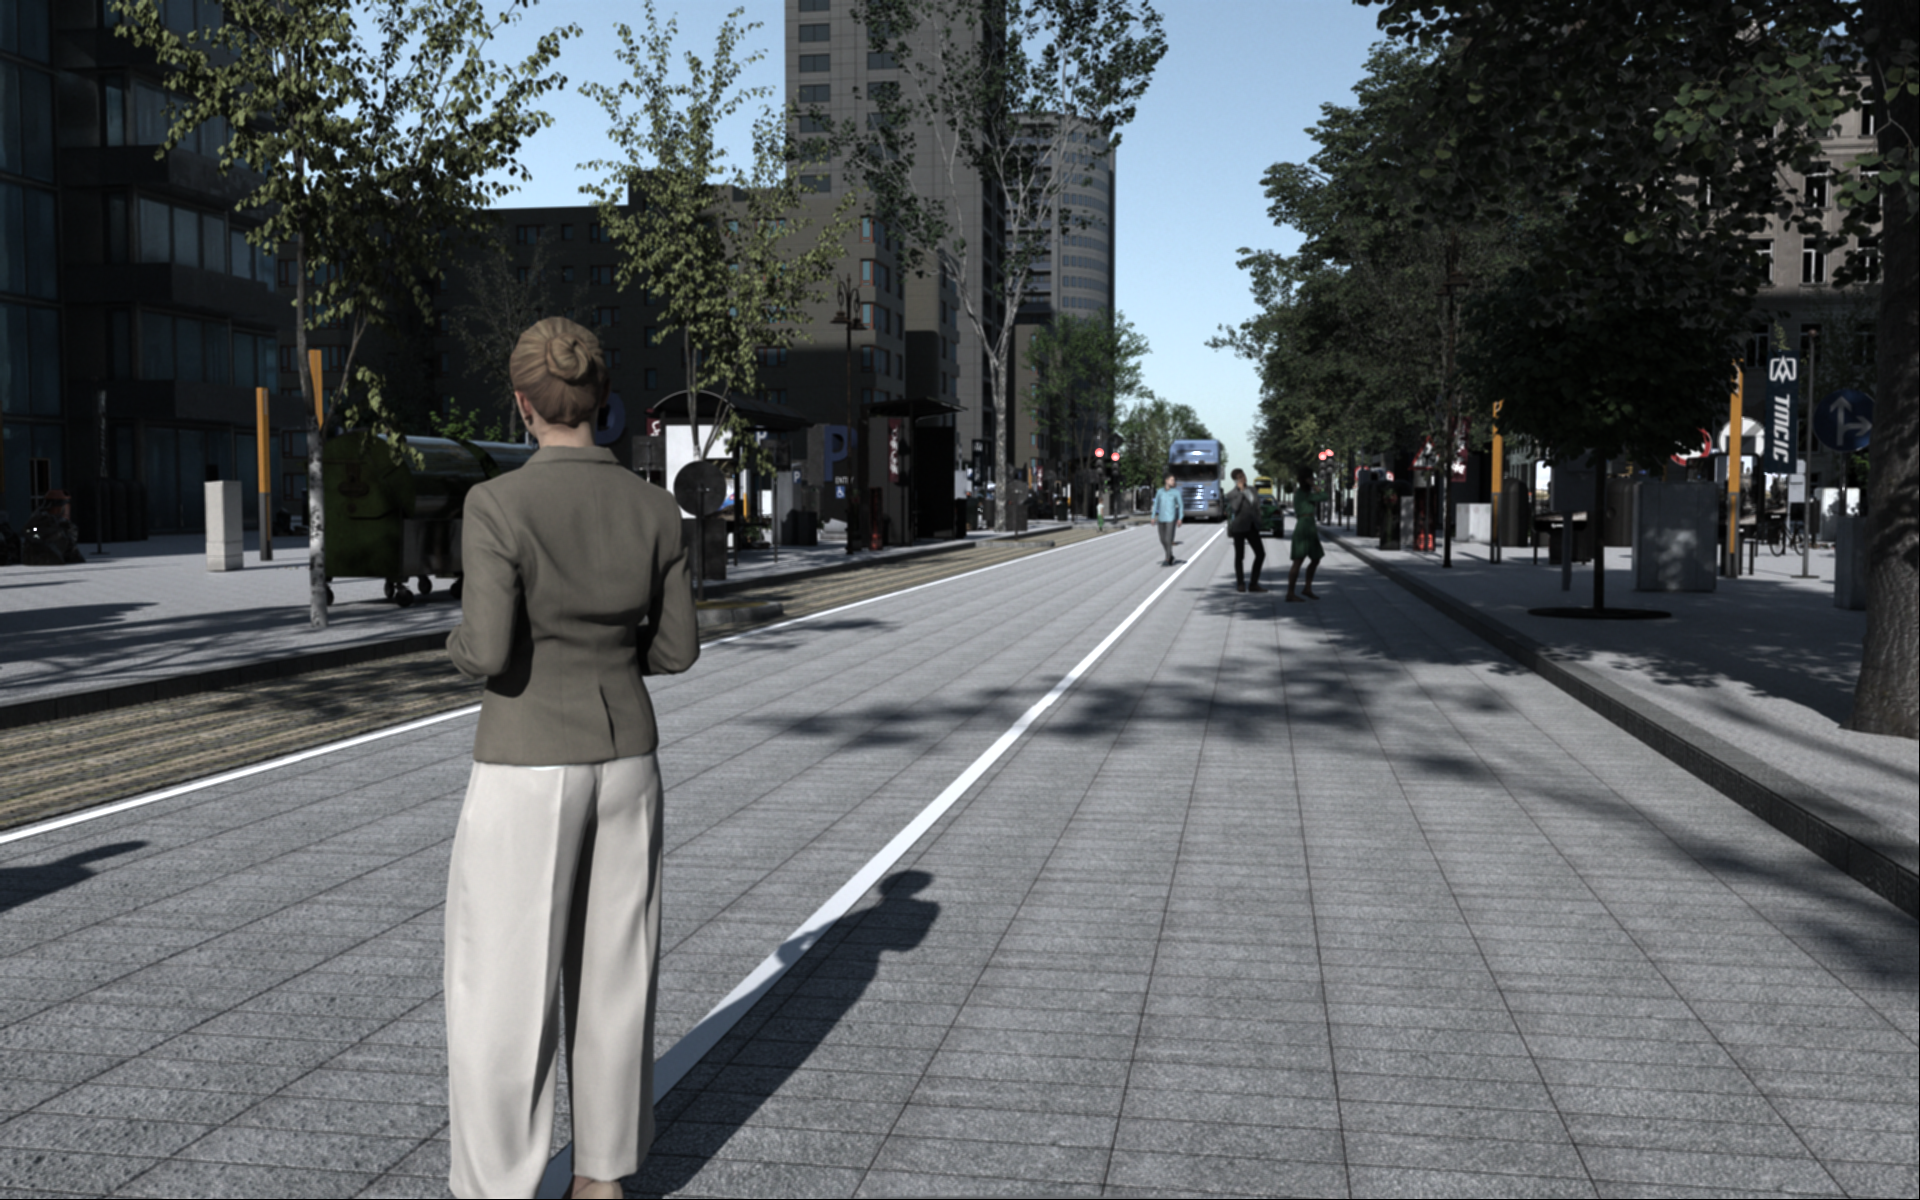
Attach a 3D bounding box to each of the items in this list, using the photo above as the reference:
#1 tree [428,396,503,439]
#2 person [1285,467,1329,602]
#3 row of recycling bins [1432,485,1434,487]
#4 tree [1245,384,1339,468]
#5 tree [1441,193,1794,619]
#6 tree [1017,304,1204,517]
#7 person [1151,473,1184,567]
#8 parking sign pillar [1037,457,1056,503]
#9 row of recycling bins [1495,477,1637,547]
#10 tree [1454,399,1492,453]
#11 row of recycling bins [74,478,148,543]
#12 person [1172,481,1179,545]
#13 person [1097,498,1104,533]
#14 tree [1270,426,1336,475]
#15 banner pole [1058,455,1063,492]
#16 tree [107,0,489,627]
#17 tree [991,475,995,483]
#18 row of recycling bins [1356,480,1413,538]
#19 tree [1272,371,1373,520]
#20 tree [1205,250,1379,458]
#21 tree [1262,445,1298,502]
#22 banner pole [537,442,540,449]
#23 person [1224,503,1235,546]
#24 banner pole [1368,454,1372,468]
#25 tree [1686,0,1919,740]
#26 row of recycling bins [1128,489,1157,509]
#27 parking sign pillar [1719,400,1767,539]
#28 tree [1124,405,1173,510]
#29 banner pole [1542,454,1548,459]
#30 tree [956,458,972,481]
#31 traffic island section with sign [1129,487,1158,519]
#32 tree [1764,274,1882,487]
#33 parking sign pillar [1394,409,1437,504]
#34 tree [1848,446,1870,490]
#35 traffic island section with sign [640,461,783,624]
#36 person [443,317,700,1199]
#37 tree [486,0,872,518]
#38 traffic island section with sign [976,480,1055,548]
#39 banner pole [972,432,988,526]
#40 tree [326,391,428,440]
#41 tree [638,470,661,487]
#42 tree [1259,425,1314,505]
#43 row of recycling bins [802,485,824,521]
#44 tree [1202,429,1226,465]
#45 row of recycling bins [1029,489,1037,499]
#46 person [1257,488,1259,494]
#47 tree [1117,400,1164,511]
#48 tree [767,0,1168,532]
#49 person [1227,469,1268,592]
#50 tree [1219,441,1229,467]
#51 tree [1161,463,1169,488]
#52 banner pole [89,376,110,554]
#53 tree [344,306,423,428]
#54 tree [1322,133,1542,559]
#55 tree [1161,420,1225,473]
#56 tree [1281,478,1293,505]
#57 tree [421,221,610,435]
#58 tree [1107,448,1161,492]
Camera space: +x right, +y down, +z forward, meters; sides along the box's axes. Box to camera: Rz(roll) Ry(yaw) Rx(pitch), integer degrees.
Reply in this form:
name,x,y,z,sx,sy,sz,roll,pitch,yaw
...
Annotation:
name,x,y,z,sx,sy,sz,roll,pitch,yaw
tree,-10.014,-2.431,34.344,1.663,3.219,1.824,0,3,0
person,4.593,-0.881,23.147,0.529,1.795,0.600,-1,4,-11
row of recycling bins,17.586,-3.660,66.961,3.534,1.692,1.069,0,4,1
tree,31.314,-15.168,158.360,12.009,13.543,11.850,0,3,0
tree,6.870,-2.112,18.251,4.285,4.588,4.351,0,3,0
tree,6.949,-10.420,96.121,9.928,11.665,9.643,0,3,0
person,4.144,-1.578,34.165,0.638,1.841,0.748,3,5,39
parking sign pillar,6.200,-8.316,124.445,1.447,3.967,1.447,-1,4,-11
row of recycling bins,14.753,-2.139,42.090,3.534,1.692,1.069,0,4,1
tree,29.118,-8.816,94.507,4.737,8.622,4.395,0,3,0
row of recycling bins,-22.792,-2.418,46.653,1.069,1.692,3.534,0,4,-6
person,5.900,-2.435,48.489,0.721,1.800,0.419,-2,4,-35
person,5.133,-3.103,63.476,0.306,1.304,0.590,2,4,31
tree,35.267,-14.793,176.275,7.601,10.594,8.767,-2,4,-34
banner pole,6.488,-7.438,111.632,0.401,3.779,0.863,2,4,28
tree,-5.960,-4.046,16.518,4.737,8.622,4.395,0,3,0
tree,3.030,-9.507,150.039,1.663,3.219,1.824,0,3,0
row of recycling bins,12.512,-2.691,51.106,1.069,1.692,3.534,0,4,-3
tree,19.847,-8.786,94.007,4.737,8.622,4.395,0,3,0
tree,25.758,-17.059,134.809,12.611,20.169,13.585,0,3,0
tree,51.930,-21.466,276.727,9.928,11.665,9.643,0,3,0
banner pole,-17.682,-4.988,71.568,0.863,3.779,0.401,1,4,13
person,7.771,-2.411,48.263,0.623,1.781,0.721,-2,4,-27
banner pole,25.794,-7.303,109.416,0.863,3.779,0.401,-2,4,-33
tree,5.250,-6.251,8.860,9.857,13.997,8.962,0,3,0
row of recycling bins,15.306,-8.454,145.338,1.069,1.692,3.534,3,5,43
parking sign pillar,22.673,-3.771,50.130,1.447,3.967,1.447,-2,4,-34
tree,15.657,-11.723,142.027,4.737,8.622,4.395,0,3,0
banner pole,13.175,-2.959,38.404,0.863,3.779,0.401,-2,4,-29
tree,0.336,-10.426,154.173,4.285,4.588,4.351,0,3,0
traffic island section with sign,10.943,-5.684,101.560,1.989,1.847,2.006,1,4,10
tree,28.548,-6.476,56.252,4.737,8.622,4.395,0,3,0
parking sign pillar,14.149,-4.071,55.040,1.447,3.967,1.447,2,4,27
tree,23.048,-2.985,43.413,1.663,3.219,1.824,0,3,0
traffic island section with sign,-3.127,-0.692,19.947,1.989,1.847,2.006,1,4,10
person,-0.767,0.352,3.299,0.519,1.759,0.362,-3,5,-41
tree,-3.809,-4.658,26.525,4.737,8.622,4.395,0,3,0
traffic island section with sign,1.537,-2.352,47.084,1.989,1.847,2.006,1,4,10
banner pole,0.852,-4.869,69.630,0.863,3.779,0.401,-1,4,-19
tree,-17.405,-4.151,51.590,4.285,4.588,4.351,0,3,0
tree,-16.965,-6.025,93.115,1.663,3.219,1.824,0,3,0
tree,37.396,-16.914,194.664,7.486,12.596,7.792,0,3,0
row of recycling bins,-7.656,-4.635,82.890,3.534,1.692,1.069,3,5,44
tree,42.042,-23.247,298.206,7.486,12.596,7.792,0,3,0
row of recycling bins,5.911,-7.866,135.716,3.534,1.692,1.069,-2,4,-27
person,19.762,-6.553,115.598,0.622,1.834,0.822,-3,4,-39
tree,13.484,-11.169,132.976,4.360,8.622,3.978,0,3,0
tree,0.336,-12.419,58.946,12.611,20.169,13.585,0,3,0
person,4.202,-1.018,25.322,0.592,1.802,0.473,-1,4,-8
tree,22.437,-15.867,185.184,9.928,11.665,9.643,0,3,0
tree,17.876,-10.704,158.726,4.285,4.588,4.351,0,3,0
banner pole,-18.192,-2.854,36.674,0.863,3.779,0.401,3,5,45
tree,-21.663,-7.140,67.103,4.360,8.622,3.978,0,3,0
tree,9.445,-5.129,34.223,4.360,8.622,3.978,0,3,0
tree,27.731,-16.913,210.933,8.767,10.594,7.601,-2,4,-26
tree,48.695,-16.041,256.868,1.663,3.219,1.824,0,3,0
tree,-11.854,-5.921,47.179,4.360,8.622,3.978,0,3,0
tree,11.717,-8.478,122.329,4.285,4.588,4.351,0,3,0
